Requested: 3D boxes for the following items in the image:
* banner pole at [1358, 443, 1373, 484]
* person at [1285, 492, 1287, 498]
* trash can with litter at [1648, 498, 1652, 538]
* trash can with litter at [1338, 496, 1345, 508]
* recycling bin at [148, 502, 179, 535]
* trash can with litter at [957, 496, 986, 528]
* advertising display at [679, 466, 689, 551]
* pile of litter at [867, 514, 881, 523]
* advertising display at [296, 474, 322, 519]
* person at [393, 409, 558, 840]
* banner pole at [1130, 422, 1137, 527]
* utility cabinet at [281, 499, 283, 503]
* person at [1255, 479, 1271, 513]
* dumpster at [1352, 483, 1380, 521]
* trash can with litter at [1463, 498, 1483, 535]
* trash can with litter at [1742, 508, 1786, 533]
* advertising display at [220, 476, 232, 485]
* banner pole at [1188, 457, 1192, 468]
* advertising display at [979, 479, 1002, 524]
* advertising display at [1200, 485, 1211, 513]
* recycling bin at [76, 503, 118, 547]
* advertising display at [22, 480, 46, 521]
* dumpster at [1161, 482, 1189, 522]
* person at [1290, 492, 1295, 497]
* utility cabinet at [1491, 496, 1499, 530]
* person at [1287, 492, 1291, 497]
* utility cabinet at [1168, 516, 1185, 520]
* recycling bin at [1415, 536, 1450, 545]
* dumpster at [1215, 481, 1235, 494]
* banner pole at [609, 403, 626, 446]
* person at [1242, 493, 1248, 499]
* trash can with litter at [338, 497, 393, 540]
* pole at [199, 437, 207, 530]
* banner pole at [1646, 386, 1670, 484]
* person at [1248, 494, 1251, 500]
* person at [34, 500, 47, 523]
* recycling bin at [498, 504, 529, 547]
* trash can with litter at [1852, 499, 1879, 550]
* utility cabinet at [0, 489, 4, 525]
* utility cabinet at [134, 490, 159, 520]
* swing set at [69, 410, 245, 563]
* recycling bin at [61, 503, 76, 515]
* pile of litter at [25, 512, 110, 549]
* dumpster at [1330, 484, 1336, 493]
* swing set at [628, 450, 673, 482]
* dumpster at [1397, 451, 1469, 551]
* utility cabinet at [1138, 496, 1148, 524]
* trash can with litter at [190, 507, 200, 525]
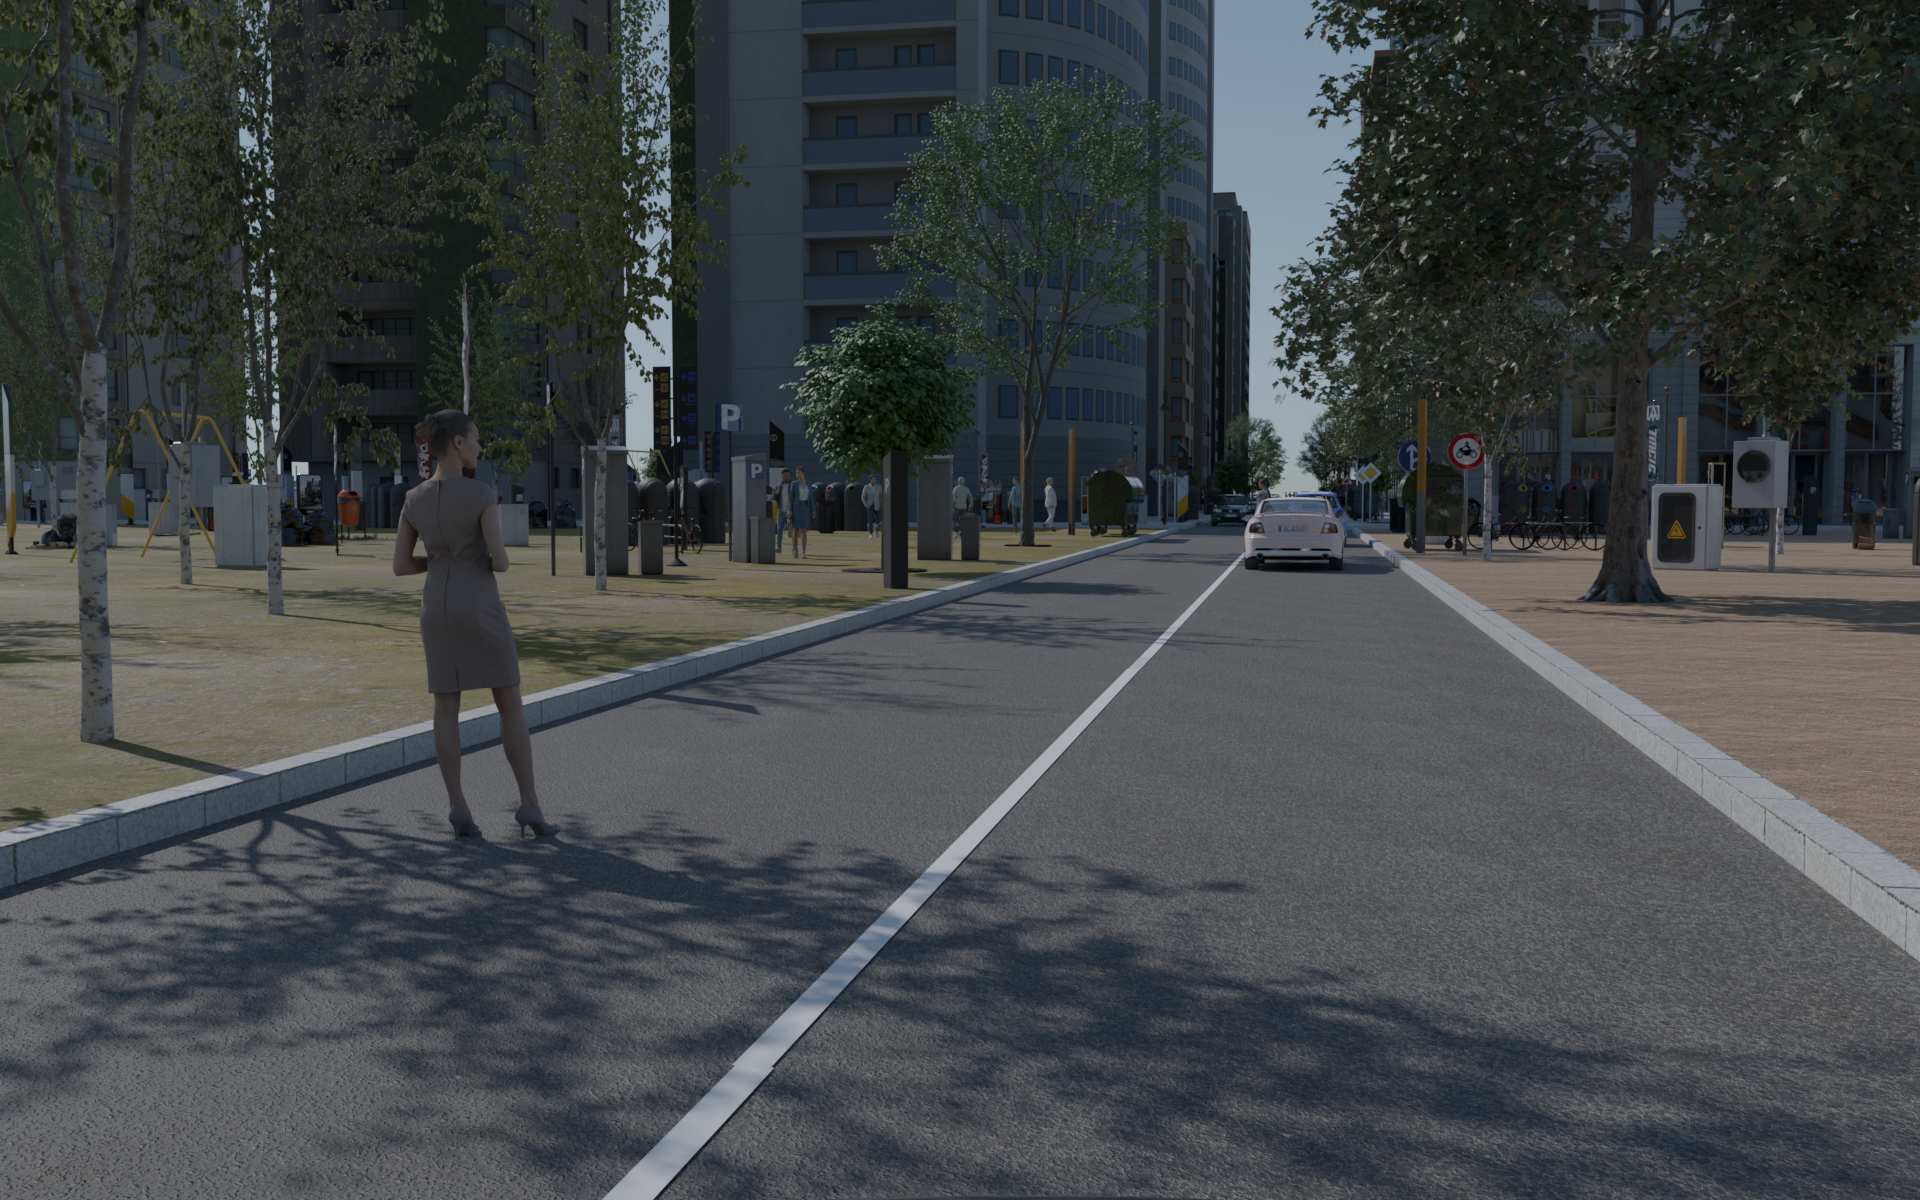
[{"bbox_3d":[19.935,-5.813,85.067,0.863,3.779,0.401,1,4,8],"label":"banner pole"},{"bbox_3d":[44.806,-13.970,237.623,0.721,1.736,1.217,1,4,20],"label":"person"},{"bbox_3d":[20.965,-2.445,51.040,2.233,1.210,1.678,2,4,32],"label":"trash can with litter"},{"bbox_3d":[28.549,-7.192,128.970,1.055,1.170,0.624,-3,5,-42],"label":"trash can with litter"},{"bbox_3d":[-24.832,-2.536,54.015,0.722,1.027,0.722,-1,4,-11],"label":"recycling bin"},{"bbox_3d":[0.105,-3.348,65.804,2.233,1.210,1.678,-1,4,-23],"label":"trash can with litter"},{"bbox_3d":[-6.322,-2.107,39.665,0.123,1.923,0.974,-1,4,-14],"label":"advertising display"},{"bbox_3d":[-4.422,-3.869,77.219,1.719,0.858,1.176,0,4,7],"label":"pile of litter"},{"bbox_3d":[-21.117,-3.121,56.235,0.123,1.923,0.974,2,4,25],"label":"advertising display"},{"bbox_3d":[-2.028,0.098,7.238,0.599,1.781,0.374,1,4,13],"label":"person"},{"bbox_3d":[6.083,-4.318,60.623,0.401,3.779,0.863,1,4,23],"label":"banner pole"},{"bbox_3d":[-36.366,-5.072,91.599,1.173,1.500,0.318,0,3,0],"label":"utility cabinet"},{"bbox_3d":[7.542,-2.091,42.787,0.778,1.811,0.616,3,5,42],"label":"person"},{"bbox_3d":[19.467,-4.725,83.012,1.264,1.857,1.865,1,4,11],"label":"dumpster"},{"bbox_3d":[16.188,-2.643,54.602,0.624,1.170,1.055,3,5,43],"label":"trash can with litter"},{"bbox_3d":[26.697,-2.864,57.881,1.678,1.210,2.233,3,5,44],"label":"trash can with litter"},{"bbox_3d":[-26.025,-3.467,61.900,0.123,1.923,0.974,2,4,30],"label":"advertising display"},{"bbox_3d":[13.461,-6.936,103.421,0.863,3.779,0.401,2,4,27],"label":"banner pole"},{"bbox_3d":[1.327,-4.301,75.530,0.974,1.923,0.123,-1,4,-12],"label":"advertising display"},{"bbox_3d":[16.847,-6.942,118.717,0.974,1.923,0.123,-3,5,-39],"label":"advertising display"},{"bbox_3d":[-20.942,-1.807,42.092,0.722,1.027,0.722,-1,4,-16],"label":"recycling bin"},{"bbox_3d":[-44.086,-4.725,82.460,0.974,1.923,0.123,-3,5,-40],"label":"advertising display"},{"bbox_3d":[10.064,-4.612,81.171,1.264,1.857,1.865,1,4,11],"label":"dumpster"},{"bbox_3d":[39.137,-11.859,203.103,1.217,1.736,0.721,-1,4,-18],"label":"person"},{"bbox_3d":[18.892,-3.088,61.652,0.306,1.237,1.020,0,4,4],"label":"utility cabinet"},{"bbox_3d":[52.942,-16.462,277.796,1.348,1.807,0.705,-2,4,-30],"label":"person"},{"bbox_3d":[10.414,-4.582,83.594,0.318,1.500,1.173,-2,4,-25],"label":"utility cabinet"},{"bbox_3d":[12.088,-1.937,44.220,0.722,1.027,0.722,0,4,-7],"label":"recycling bin"},{"bbox_3d":[20.122,-7.905,131.741,1.502,2.255,1.985,1,4,11],"label":"dumpster"},{"bbox_3d":[-9.477,-3.551,48.084,0.863,3.779,0.401,3,4,38],"label":"banner pole"},{"bbox_3d":[28.570,-10.111,174.581,0.991,1.433,0.599,-1,4,-21],"label":"person"},{"bbox_3d":[-17.429,-2.331,49.161,2.233,1.210,1.678,1,4,11],"label":"trash can with litter"},{"bbox_3d":[-27.018,-4.156,61.789,0.158,3.312,0.155,0,3,0],"label":"pole"},{"bbox_3d":[16.320,-3.089,40.528,0.401,3.779,0.863,-2,4,-25],"label":"banner pole"},{"bbox_3d":[37.728,-13.321,226.281,1.348,1.826,0.705,3,5,39],"label":"person"},{"bbox_3d":[-41.138,-4.197,77.547,0.534,1.772,0.576,-1,4,-17],"label":"person"},{"bbox_3d":[-11.109,-1.841,42.654,0.722,1.027,0.722,-3,5,-43],"label":"recycling bin"},{"bbox_3d":[20.970,-1.750,40.003,0.624,1.170,1.055,1,4,18],"label":"trash can with litter"},{"bbox_3d":[-39.731,-3.837,71.412,0.318,1.500,1.173,-1,4,-18],"label":"utility cabinet"},{"bbox_3d":[-40.029,-4.675,85.114,1.173,1.500,0.318,-2,4,-32],"label":"utility cabinet"},{"bbox_3d":[-15.228,-2.214,33.814,2.862,2.851,3.119,0,3,0],"label":"swing set"},{"bbox_3d":[-25.683,-2.319,50.477,0.722,1.027,0.722,3,4,38],"label":"recycling bin"},{"bbox_3d":[-20.989,-1.637,40.733,1.719,0.858,1.176,0,4,-5],"label":"pile of litter"},{"bbox_3d":[31.127,-8.553,142.339,1.502,2.255,1.985,1,4,11],"label":"dumpster"},{"bbox_3d":[-11.452,-3.976,62.632,2.862,2.851,3.119,1,4,14],"label":"swing set"},{"bbox_3d":[10.865,-2.281,39.792,1.502,2.255,1.985,1,4,11],"label":"dumpster"},{"bbox_3d":[7.451,-3.798,73.262,1.020,1.237,0.306,-3,4,-36],"label":"utility cabinet"},{"bbox_3d":[-32.232,-3.704,71.622,2.233,1.210,1.678,-1,4,-17],"label":"trash can with litter"}]
